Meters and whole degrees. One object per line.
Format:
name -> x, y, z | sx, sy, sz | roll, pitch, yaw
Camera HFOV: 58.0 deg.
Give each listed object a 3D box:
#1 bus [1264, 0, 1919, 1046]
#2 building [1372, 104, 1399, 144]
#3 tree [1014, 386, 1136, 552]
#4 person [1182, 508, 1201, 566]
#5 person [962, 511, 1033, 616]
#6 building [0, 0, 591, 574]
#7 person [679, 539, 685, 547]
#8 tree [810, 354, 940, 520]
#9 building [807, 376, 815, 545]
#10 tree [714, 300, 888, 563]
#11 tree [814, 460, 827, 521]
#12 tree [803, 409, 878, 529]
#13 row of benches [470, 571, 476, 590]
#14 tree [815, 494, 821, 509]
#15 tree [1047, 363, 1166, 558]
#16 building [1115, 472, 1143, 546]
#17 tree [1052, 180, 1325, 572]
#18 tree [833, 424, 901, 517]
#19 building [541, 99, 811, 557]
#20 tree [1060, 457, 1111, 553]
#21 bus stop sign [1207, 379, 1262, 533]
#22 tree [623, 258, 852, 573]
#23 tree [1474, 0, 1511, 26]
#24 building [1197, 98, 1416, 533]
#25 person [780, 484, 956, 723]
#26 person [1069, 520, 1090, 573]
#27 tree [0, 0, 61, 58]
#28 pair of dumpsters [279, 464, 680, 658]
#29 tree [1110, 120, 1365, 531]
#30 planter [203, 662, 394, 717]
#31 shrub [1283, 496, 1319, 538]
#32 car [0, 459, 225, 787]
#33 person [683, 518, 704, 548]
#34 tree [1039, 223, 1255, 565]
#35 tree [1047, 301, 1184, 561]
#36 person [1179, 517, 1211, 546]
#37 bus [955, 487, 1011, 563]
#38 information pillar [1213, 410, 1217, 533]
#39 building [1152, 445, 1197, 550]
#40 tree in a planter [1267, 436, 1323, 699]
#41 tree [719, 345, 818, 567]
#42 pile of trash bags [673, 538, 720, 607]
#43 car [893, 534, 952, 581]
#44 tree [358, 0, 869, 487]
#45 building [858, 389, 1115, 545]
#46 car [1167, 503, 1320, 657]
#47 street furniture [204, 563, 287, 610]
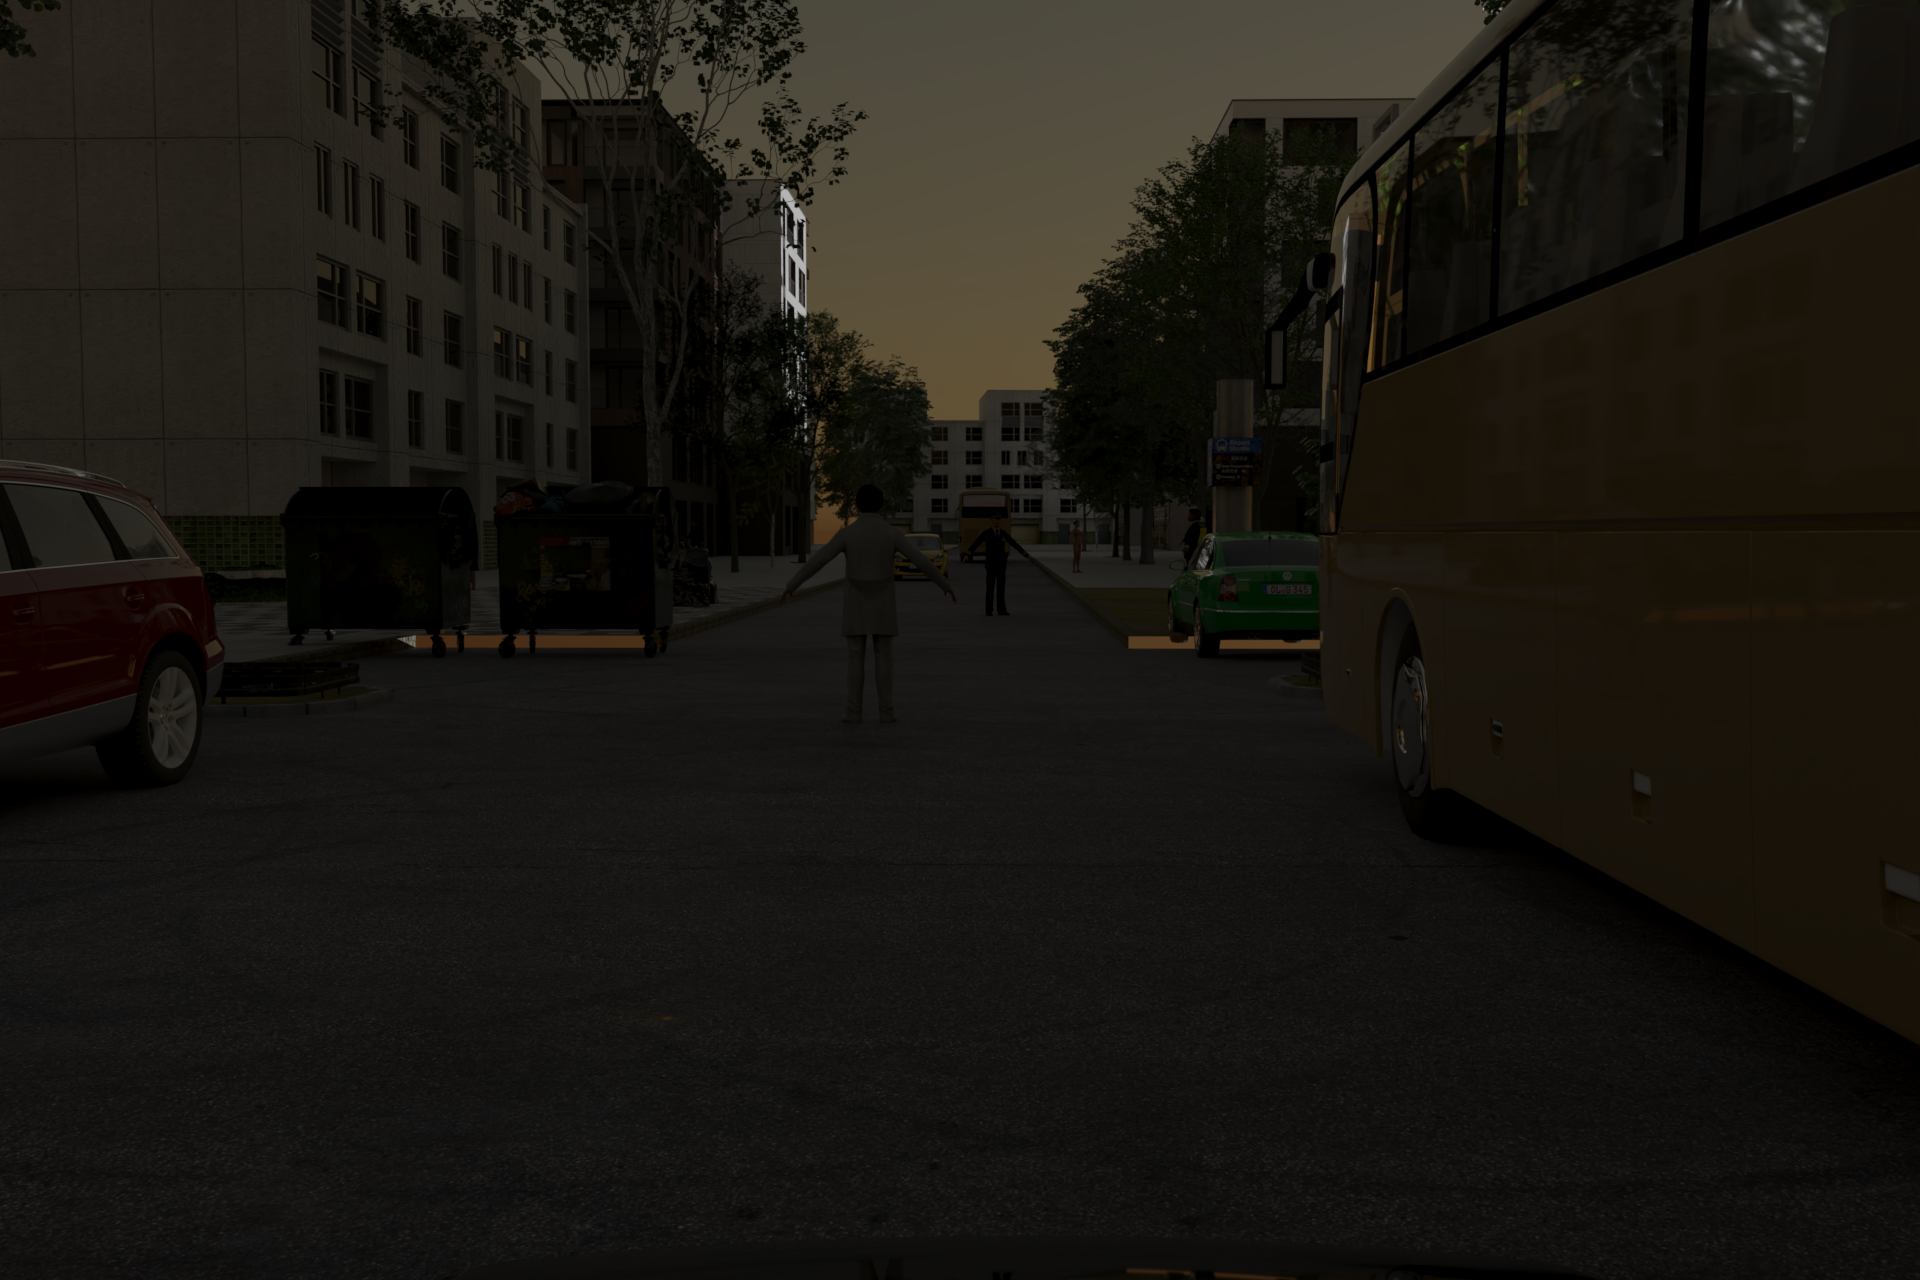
bus -> 3.273, -0.815, 4.877 | 2.896, 3.916, 12.252 | 0, 4, 1
building -> 23.630, -13.523, 77.528 | 16.016, 20.090, 11.380 | 0, 4, 1
tree -> 9.202, -13.187, 125.975 | 12.009, 13.543, 11.850 | 0, 3, 0
person -> 4.092, -1.486, 31.023 | 0.721, 1.740, 1.216 | 1, 4, 12
person -> 0.642, -1.350, 30.467 | 1.347, 1.837, 0.705 | -1, 4, -22
building -> -24.929, -11.829, 59.864 | 16.747, 18.905, 31.486 | 0, 4, 2
person -> -8.464, -2.626, 49.069 | 1.346, 1.812, 0.704 | 1, 4, 11
tree -> -6.297, -13.268, 123.591 | 9.857, 13.997, 8.962 | 0, 3, 0
building -> -22.160, -20.305, 188.414 | 16.016, 20.090, 11.380 | 0, 4, 2
tree -> -6.996, -9.219, 76.494 | 9.928, 11.665, 9.643 | 0, 3, 0
tree -> -19.899, -18.045, 213.156 | 7.486, 12.596, 7.792 | 0, 3, 0
tree -> -6.124, -8.948, 96.669 | 4.360, 8.622, 3.978 | 0, 3, 0
row of benches -> -12.442, -1.554, 40.871 | 1.422, 0.672, 4.104 | -3, 4, -36
tree -> -19.605, -16.498, 220.097 | 4.737, 8.622, 4.395 | 0, 3, 0
tree -> 8.468, -10.327, 94.600 | 9.928, 11.665, 9.643 | 0, 3, 0
building -> 27.171, -22.091, 192.110 | 19.493, 23.208, 18.063 | 0, 4, 1
tree -> 8.273, -9.040, 58.180 | 12.009, 13.543, 11.850 | 0, 3, 0
tree -> -6.788, -9.988, 113.661 | 4.360, 8.622, 3.978 | 0, 3, 0
building -> -24.246, -15.551, 98.235 | 27.936, 21.610, 32.646 | 0, 4, 2
tree -> 9.064, -10.165, 116.562 | 4.737, 8.622, 4.395 | 0, 3, 0
bus stop sign -> 4.714, -2.493, 29.785 | 0.837, 3.901, 0.837 | 0, 4, 2
tree -> -7.422, -7.554, 57.923 | 8.767, 10.594, 7.601 | 1, 4, 13
tree -> 10.169, -6.988, 20.914 | 9.857, 13.997, 8.962 | 0, 3, 0
building -> 27.153, -15.518, 97.697 | 27.936, 21.610, 32.646 | 0, 4, 2
person -> -0.689, -0.278, 13.187 | 1.347, 1.806, 0.705 | 0, 4, -6
person -> 3.931, -3.085, 57.239 | 0.721, 1.733, 1.217 | 3, 4, 36
tree -> -11.789, -6.525, 13.344 | 9.857, 13.997, 8.962 | 0, 3, 0
pair of dumpsters -> -5.614, -0.946, 20.420 | 4.436, 2.255, 1.574 | 0, 4, 1
tree -> 7.409, -7.145, 42.573 | 9.928, 11.665, 9.643 | 0, 3, 0
planter -> -5.903, 0.404, 14.531 | 1.991, 0.319, 1.994 | 0, 4, 1
shrub -> 5.894, -1.456, 27.845 | 1.661, 2.075, 1.752 | 0, 3, 0
car -> -5.523, 0.017, 8.393 | 2.281, 1.827, 5.304 | 0, 4, 1
person -> -9.017, -3.234, 58.818 | 0.705, 1.837, 1.347 | 1, 4, 21
tree -> 7.963, -10.154, 72.681 | 9.857, 13.997, 8.962 | 0, 3, 0
tree -> 8.117, -10.107, 83.381 | 7.486, 12.596, 7.792 | 0, 3, 0
person -> 6.835, -2.617, 49.257 | 1.216, 1.772, 0.721 | 0, 4, 3
bus -> 1.193, -6.007, 89.766 | 2.896, 3.916, 12.252 | 0, 3, 0
information pillar -> 4.935, -2.519, 32.504 | 0.184, 3.620, 1.656 | 0, 4, 1
building -> 25.811, -19.122, 143.580 | 19.493, 23.208, 18.063 | 0, 4, 1
tree in a planter -> 3.856, -1.131, 15.707 | 1.991, 3.239, 1.994 | 0, 4, 1
tree -> -7.356, -7.151, 67.288 | 4.737, 8.622, 4.395 | 0, 3, 0
pile of trash bags -> -5.373, -1.275, 30.591 | 1.912, 1.369, 3.447 | 0, 4, 3
car -> -1.239, -2.685, 54.131 | 2.015, 1.641, 3.980 | 0, 4, 1
tree -> -8.466, -11.366, 41.726 | 12.611, 20.169, 13.585 | 0, 3, 0
building -> 2.907, -21.398, 218.765 | 31.486, 18.905, 16.747 | 0, 4, -3
car -> 3.644, -0.776, 21.484 | 1.959, 1.807, 4.718 | 0, 4, 0
street furniture -> -14.146, -1.073, 33.167 | 5.734, 0.657, 10.072 | 1, 4, 16
